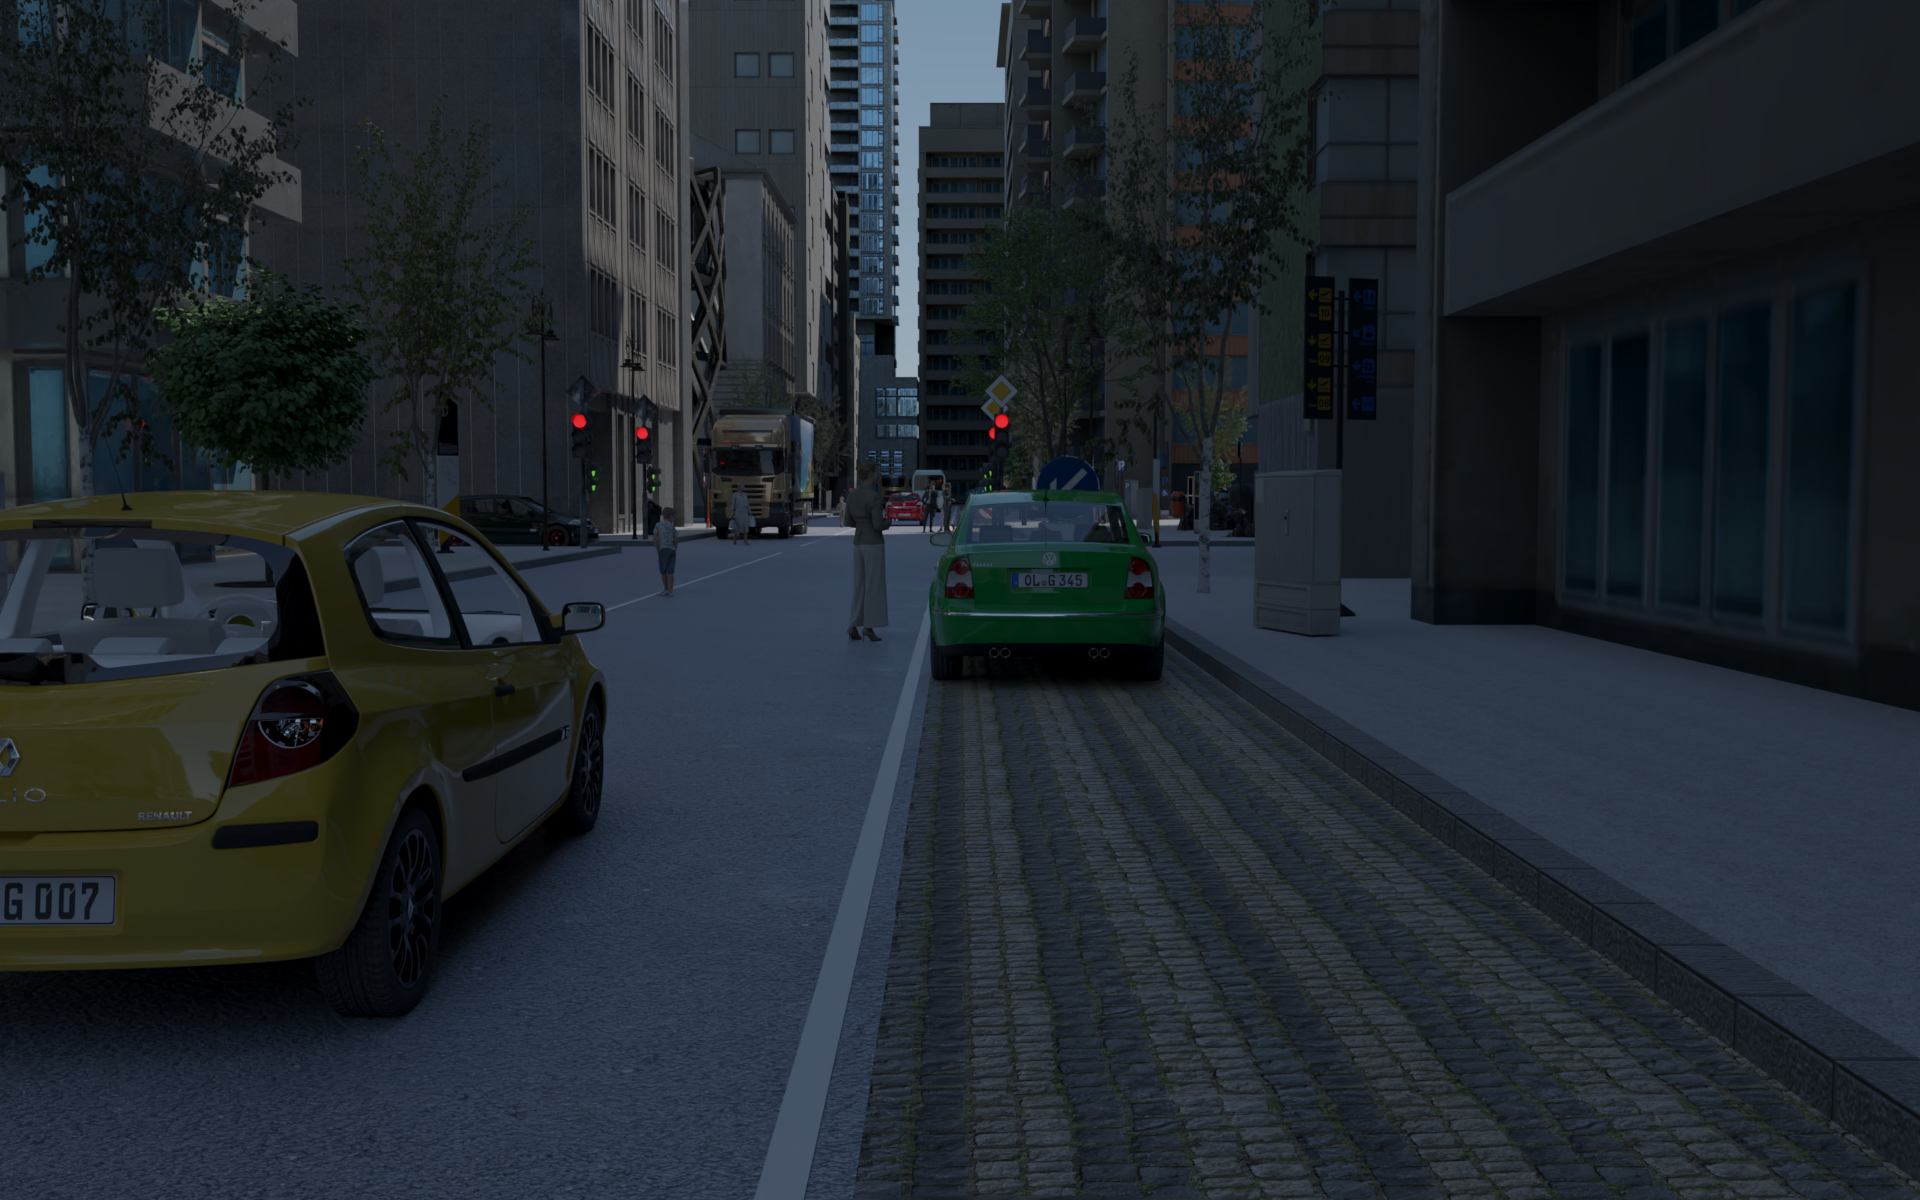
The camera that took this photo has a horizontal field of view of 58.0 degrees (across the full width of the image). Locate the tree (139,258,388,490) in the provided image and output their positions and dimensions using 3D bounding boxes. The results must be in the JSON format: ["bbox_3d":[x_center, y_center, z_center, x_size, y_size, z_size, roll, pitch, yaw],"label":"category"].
[{"bbox_3d":[-9.705,-2.487,24.369,4.285,4.588,4.351,0,3,0],"label":"tree"}]

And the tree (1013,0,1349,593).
[{"bbox_3d":[3.068,-4.410,22.468,4.360,8.622,3.978,0,3,0],"label":"tree"}]

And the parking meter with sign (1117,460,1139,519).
[{"bbox_3d":[8.946,-5.739,90.095,0.543,3.016,1.738,3,5,44],"label":"parking meter with sign"}]

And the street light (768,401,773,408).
[{"bbox_3d":[-9.371,-6.912,85.804,0.468,5.910,1.993,0,3,0],"label":"street light"}]

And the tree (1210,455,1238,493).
[{"bbox_3d":[12.528,-5.501,84.538,1.663,3.219,1.824,0,3,0],"label":"tree"}]

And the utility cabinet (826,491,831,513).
[{"bbox_3d":[-8.779,-6.542,115.641,0.318,1.500,1.173,0,4,-3],"label":"utility cabinet"}]

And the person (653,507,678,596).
[{"bbox_3d":[-4.147,-0.684,24.373,0.332,1.250,0.352,1,4,13],"label":"person"}]

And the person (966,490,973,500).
[{"bbox_3d":[0.943,-8.370,145.904,0.990,1.755,0.434,-1,4,-16],"label":"person"}]

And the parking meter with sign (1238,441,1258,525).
[{"bbox_3d":[10.073,-3.726,57.175,1.738,3.016,0.543,1,4,18],"label":"parking meter with sign"}]

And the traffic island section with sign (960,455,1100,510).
[{"bbox_3d":[1.005,-0.612,18.639,1.989,1.847,2.006,0,3,0],"label":"traffic island section with sign"}]

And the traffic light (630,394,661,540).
[{"bbox_3d":[-8.856,-3.657,48.717,0.839,4.253,0.868,0,3,0],"label":"traffic light"}]

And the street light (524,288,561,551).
[{"bbox_3d":[-9.371,-4.051,39.016,0.468,5.910,1.993,0,3,0],"label":"street light"}]

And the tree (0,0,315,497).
[{"bbox_3d":[-9.539,-4.214,19.263,4.360,8.622,3.978,0,3,0],"label":"tree"}]

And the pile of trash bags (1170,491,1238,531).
[{"bbox_3d":[8.477,-3.143,61.147,1.912,1.369,3.447,3,5,39],"label":"pile of trash bags"}]

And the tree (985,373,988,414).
[{"bbox_3d":[3.114,-7.128,66.911,4.360,8.622,3.978,0,3,0],"label":"tree"}]

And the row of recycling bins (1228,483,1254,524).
[{"bbox_3d":[11.225,-3.619,66.282,1.069,1.692,3.534,2,4,29],"label":"row of recycling bins"}]

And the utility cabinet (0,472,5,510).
[{"bbox_3d":[-9.634,-0.496,16.794,0.318,1.500,1.173,-1,4,-10],"label":"utility cabinet"}]

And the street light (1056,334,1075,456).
[{"bbox_3d":[3.057,-4.744,50.357,0.468,5.910,1.993,0,3,0],"label":"street light"}]

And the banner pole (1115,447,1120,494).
[{"bbox_3d":[8.403,-6.265,92.448,0.401,3.779,0.863,-1,4,-10],"label":"banner pole"}]

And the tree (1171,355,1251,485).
[{"bbox_3d":[13.121,-8.567,90.434,4.737,8.622,4.395,0,3,0],"label":"tree"}]

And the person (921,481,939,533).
[{"bbox_3d":[-1.098,-3.459,64.423,0.648,1.900,0.474,-1,4,-14],"label":"person"}]

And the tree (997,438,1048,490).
[{"bbox_3d":[3.683,-6.605,91.713,4.285,4.588,4.351,0,3,0],"label":"tree"}]

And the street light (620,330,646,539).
[{"bbox_3d":[-9.228,-4.659,48.961,0.468,5.910,1.993,0,3,0],"label":"street light"}]

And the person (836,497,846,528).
[{"bbox_3d":[-5.040,-3.752,74.118,0.475,1.303,0.640,-1,4,-21],"label":"person"}]

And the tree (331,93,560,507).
[{"bbox_3d":[-9.968,-5.047,32.875,4.737,8.622,4.395,0,3,0],"label":"tree"}]

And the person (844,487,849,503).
[{"bbox_3d":[-6.703,-5.700,101.677,0.713,1.824,0.794,1,4,21],"label":"person"}]

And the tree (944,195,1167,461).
[{"bbox_3d":[3.280,-8.162,59.205,9.928,11.665,9.643,0,3,0],"label":"tree"}]

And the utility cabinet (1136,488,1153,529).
[{"bbox_3d":[6.794,-3.378,63.908,0.318,1.500,1.173,1,4,21],"label":"utility cabinet"}]

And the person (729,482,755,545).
[{"bbox_3d":[-6.172,-2.450,48.916,0.694,1.780,0.624,-1,4,-21],"label":"person"}]

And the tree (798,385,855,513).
[{"bbox_3d":[-9.200,-10.168,116.602,4.360,8.622,3.978,0,3,0],"label":"tree"}]

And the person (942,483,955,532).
[{"bbox_3d":[-0.401,-3.424,64.294,0.447,1.846,0.655,1,4,20],"label":"person"}]

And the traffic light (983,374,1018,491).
[{"bbox_3d":[0.956,-3.170,40.749,0.839,4.253,0.868,0,3,0],"label":"traffic light"}]

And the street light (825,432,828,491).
[{"bbox_3d":[-9.380,-9.155,122.474,0.468,5.910,1.993,0,3,0],"label":"street light"}]

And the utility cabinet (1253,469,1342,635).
[{"bbox_3d":[3.106,-0.451,16.049,0.318,1.500,1.173,-1,4,-16],"label":"utility cabinet"}]

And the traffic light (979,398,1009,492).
[{"bbox_3d":[0.955,-3.658,48.734,0.839,4.253,0.868,0,3,0],"label":"traffic light"}]

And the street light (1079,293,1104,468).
[{"bbox_3d":[3.029,-4.109,39.964,0.468,5.910,1.993,0,3,0],"label":"street light"}]

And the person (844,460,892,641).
[{"bbox_3d":[-0.865,-0.478,16.868,0.362,1.759,0.519,-3,5,-44],"label":"person"}]

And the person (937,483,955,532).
[{"bbox_3d":[-0.515,-3.493,65.494,0.818,1.842,0.514,-1,4,-19],"label":"person"}]

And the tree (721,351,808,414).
[{"bbox_3d":[-10.339,-8.531,89.836,4.737,8.622,4.395,0,3,0],"label":"tree"}]

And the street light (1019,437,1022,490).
[{"bbox_3d":[3.032,-6.982,86.949,0.468,5.910,1.993,0,3,0],"label":"street light"}]

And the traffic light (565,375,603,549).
[{"bbox_3d":[-8.855,-3.169,40.732,0.839,4.253,0.868,0,3,0],"label":"traffic light"}]

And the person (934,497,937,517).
[{"bbox_3d":[-1.748,-6.058,107.722,0.661,1.801,0.590,3,5,40],"label":"person"}]
